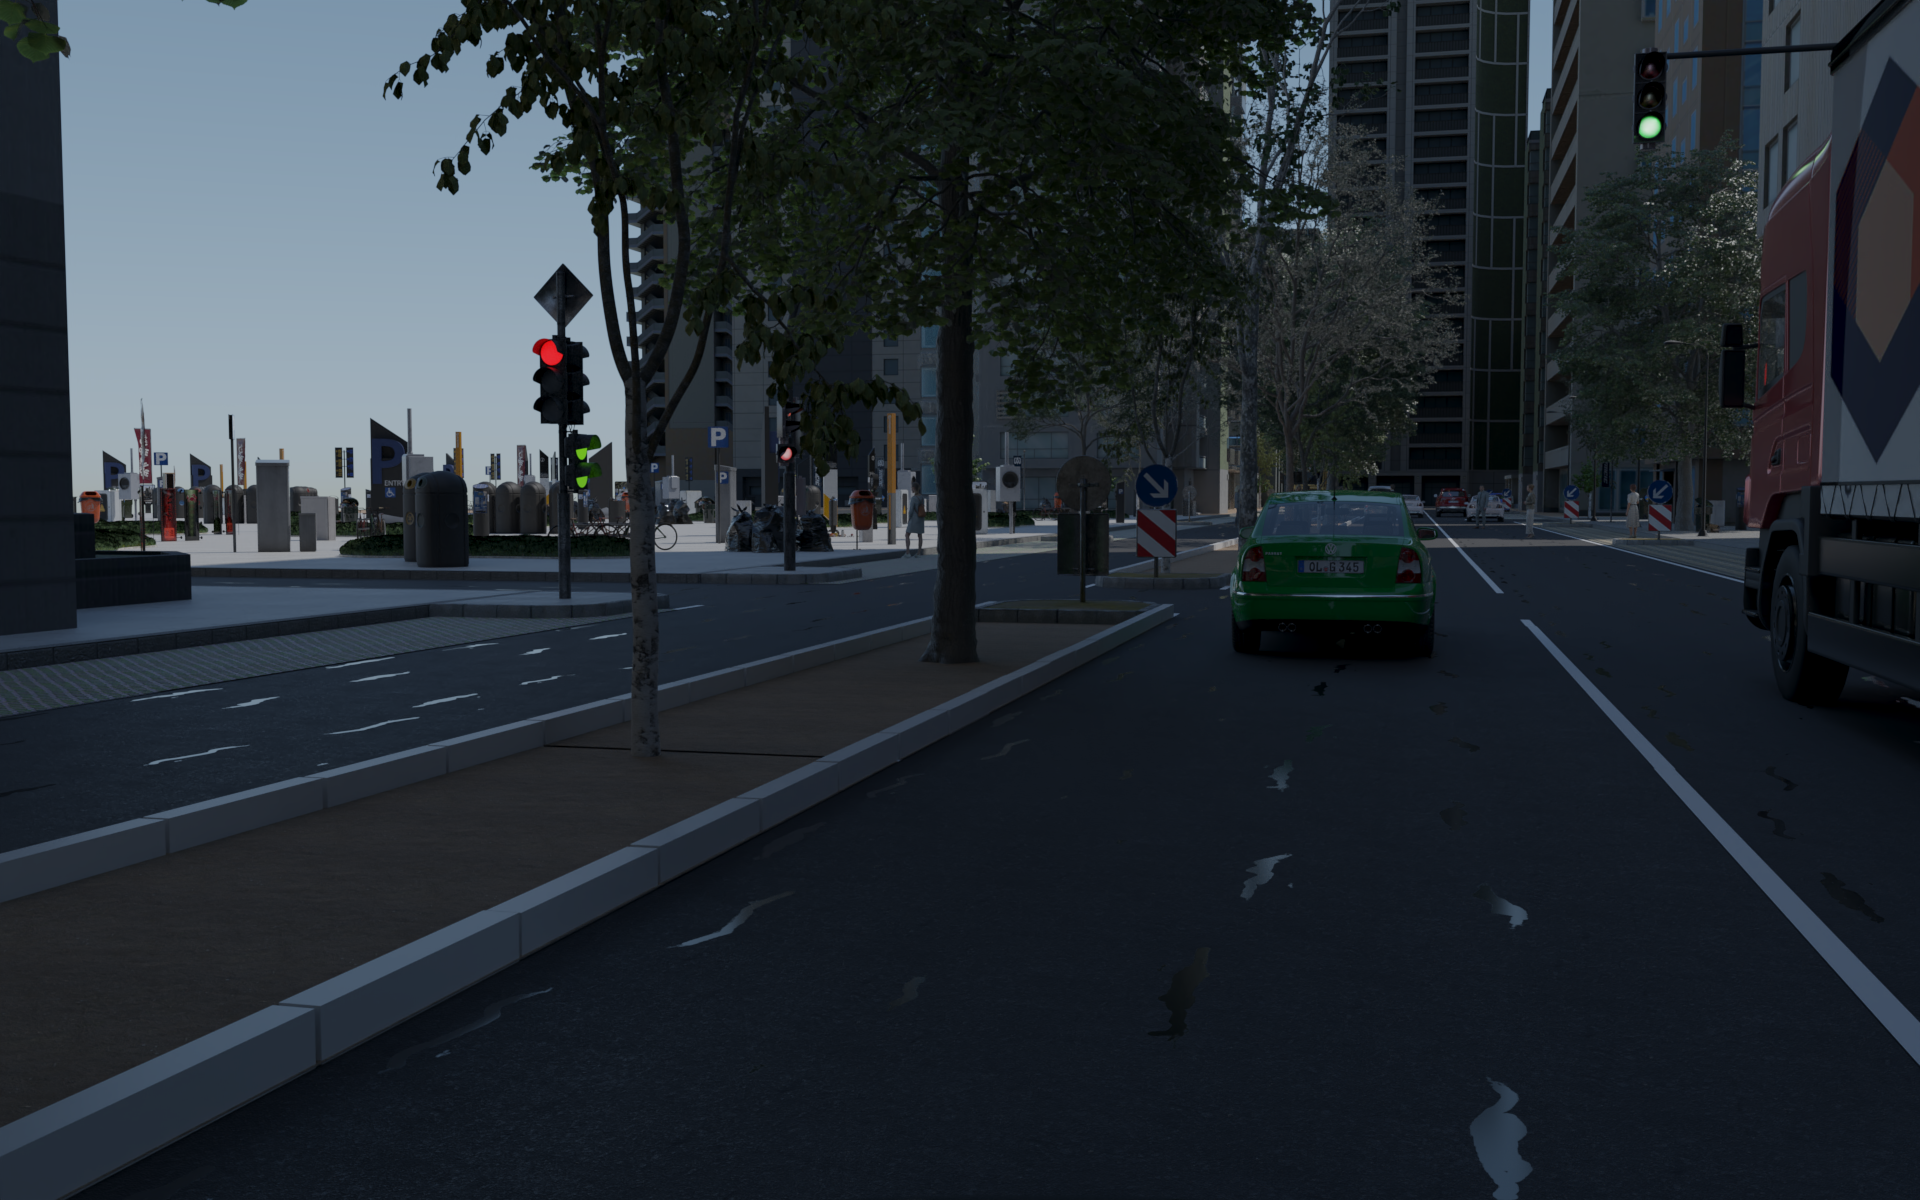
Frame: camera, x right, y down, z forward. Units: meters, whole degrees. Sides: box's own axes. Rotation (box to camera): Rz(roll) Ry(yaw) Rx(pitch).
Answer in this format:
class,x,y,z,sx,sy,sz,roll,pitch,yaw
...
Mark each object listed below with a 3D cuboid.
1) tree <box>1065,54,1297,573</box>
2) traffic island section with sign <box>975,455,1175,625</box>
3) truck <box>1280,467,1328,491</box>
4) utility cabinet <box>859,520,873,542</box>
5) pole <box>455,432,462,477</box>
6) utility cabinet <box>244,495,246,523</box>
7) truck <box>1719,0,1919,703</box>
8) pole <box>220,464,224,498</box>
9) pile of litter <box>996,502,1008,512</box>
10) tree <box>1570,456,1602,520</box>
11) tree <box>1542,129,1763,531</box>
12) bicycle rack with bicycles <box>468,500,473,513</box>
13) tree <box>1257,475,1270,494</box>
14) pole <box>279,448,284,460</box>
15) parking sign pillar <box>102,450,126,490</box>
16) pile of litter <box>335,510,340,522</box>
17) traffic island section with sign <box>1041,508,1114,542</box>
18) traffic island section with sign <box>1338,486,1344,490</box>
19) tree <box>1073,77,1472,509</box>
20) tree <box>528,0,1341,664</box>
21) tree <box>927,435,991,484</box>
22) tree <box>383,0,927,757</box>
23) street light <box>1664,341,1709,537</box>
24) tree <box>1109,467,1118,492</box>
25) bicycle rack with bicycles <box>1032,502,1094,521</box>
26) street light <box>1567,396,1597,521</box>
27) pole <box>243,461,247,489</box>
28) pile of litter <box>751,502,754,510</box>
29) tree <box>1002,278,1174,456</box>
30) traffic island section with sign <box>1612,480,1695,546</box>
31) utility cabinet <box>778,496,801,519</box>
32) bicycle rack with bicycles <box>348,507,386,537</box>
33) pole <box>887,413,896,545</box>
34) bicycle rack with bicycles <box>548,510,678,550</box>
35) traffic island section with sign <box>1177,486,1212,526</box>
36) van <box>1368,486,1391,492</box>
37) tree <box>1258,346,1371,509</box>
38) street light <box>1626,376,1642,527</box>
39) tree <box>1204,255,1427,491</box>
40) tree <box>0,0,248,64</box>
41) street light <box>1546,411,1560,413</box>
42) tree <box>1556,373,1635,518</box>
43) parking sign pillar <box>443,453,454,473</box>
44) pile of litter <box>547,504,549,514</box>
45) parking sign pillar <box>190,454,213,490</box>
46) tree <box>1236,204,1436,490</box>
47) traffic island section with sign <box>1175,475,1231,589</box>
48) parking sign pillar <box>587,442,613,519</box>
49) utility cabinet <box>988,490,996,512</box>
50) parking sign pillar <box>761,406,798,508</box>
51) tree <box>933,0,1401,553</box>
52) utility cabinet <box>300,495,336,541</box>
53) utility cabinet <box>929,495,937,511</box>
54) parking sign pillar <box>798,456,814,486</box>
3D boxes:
class,x,y,z,sx,sy,sz,roll,pitch,yaw
tree,3.377,-4.601,28.052,4.360,8.622,3.978,0,3,0
traffic island section with sign,1.302,-0.722,19.938,2.006,1.907,1.989,1,4,14
truck,24.127,-7.602,120.211,3.469,3.379,9.791,1,4,13
utility cabinet,-2.532,-2.153,46.365,0.306,1.237,1.020,-1,4,-9
pole,-16.364,-3.839,56.603,0.158,3.312,0.155,0,3,0
utility cabinet,-31.821,-4.035,77.141,0.306,1.237,1.020,3,5,42
truck,6.042,-1.190,8.366,2.839,4.237,11.283,1,4,14
pole,-50.429,-7.613,118.323,0.158,3.312,0.155,0,3,0
pile of litter,2.626,-5.152,98.200,1.719,0.858,1.176,0,4,4
tree,31.686,-5.692,87.668,1.663,3.219,1.824,0,3,0
tree,25.257,-9.394,60.254,9.857,13.997,8.962,0,3,0
bicycle rack with bicycles,-29.876,-5.473,102.862,2.852,0.926,2.925,2,4,30
tree,26.620,-9.780,154.510,1.663,3.219,1.824,0,3,0
pole,-30.245,-5.105,77.310,0.158,3.312,0.155,0,3,0
parking sign pillar,-52.004,-7.227,106.629,1.447,3.967,1.447,-2,4,-33
pile of litter,-23.050,-3.068,64.132,1.176,0.858,1.719,0,4,6
traffic island section with sign,3.625,-2.699,52.763,1.989,1.847,2.006,1,4,14
traffic island section with sign,21.979,-5.610,99.862,2.006,1.907,1.989,1,4,14
tree,9.821,-8.466,51.239,12.009,13.543,11.850,0,3,0
tree,-0.053,-5.762,14.799,7.486,12.596,7.792,0,3,0
tree,-0.210,-3.337,49.168,1.663,3.219,1.824,0,3,0
tree,-1.734,-3.433,8.949,4.737,8.622,4.395,0,3,0
street light,21.997,-4.889,52.471,1.470,5.913,1.316,1,4,14
tree,8.653,-6.596,102.448,1.663,3.219,1.824,0,3,0
bicycle rack with bicycles,5.052,-4.296,83.617,2.925,0.926,2.852,0,4,8
street light,29.580,-6.708,82.214,1.470,5.913,1.316,1,4,14
pole,-44.366,-6.951,107.489,0.158,3.312,0.155,0,3,0
pile of litter,-12.637,-5.469,103.385,1.719,0.858,1.176,2,4,34
tree,5.132,-8.267,69.575,7.601,10.594,8.767,1,4,12
traffic island section with sign,19.538,-2.463,48.900,1.989,1.847,2.006,1,4,14
utility cabinet,-5.806,-2.853,57.801,1.020,1.237,0.306,1,4,20
bicycle rack with bicycles,-15.386,-2.055,46.984,2.852,0.926,2.925,0,4,-3
pole,-1.731,-3.058,43.837,0.158,3.312,0.155,0,3,0
bicycle rack with bicycles,-7.877,-1.582,39.240,2.925,0.926,2.852,-1,4,-14
traffic island section with sign,10.555,-4.337,79.540,1.989,1.847,2.006,1,4,14
van,22.199,-5.161,91.389,2.013,2.044,4.112,1,4,14
tree,14.539,-7.152,69.749,4.737,8.622,4.395,0,3,0
street light,25.684,-5.774,66.952,1.470,5.913,1.316,1,4,14
tree,12.842,-7.755,63.665,8.767,10.594,7.601,1,4,14
tree,-3.308,-5.030,2.831,7.486,12.596,7.792,0,3,0
street light,33.407,-7.591,96.659,1.470,5.913,1.316,1,4,14
tree,33.751,-8.666,92.044,4.360,8.622,3.978,0,3,0
parking sign pillar,-33.297,-7.646,113.489,1.447,3.967,1.447,2,4,35
pile of litter,-20.813,-4.505,87.620,1.719,0.858,1.176,2,4,30
parking sign pillar,-50.324,-7.733,114.912,1.447,3.967,1.447,-3,4,-38
tree,16.585,-10.281,77.207,9.857,13.997,8.962,0,3,0
traffic island section with sign,3.166,-1.160,27.107,2.006,1.907,1.989,1,4,14
parking sign pillar,-18.541,-6.154,89.097,1.447,3.967,1.447,-3,5,-39
utility cabinet,1.783,-5.373,96.532,0.318,1.500,1.173,0,4,-7
parking sign pillar,-5.921,-4.001,53.888,1.447,3.967,1.447,-1,4,-11
tree,5.301,-11.003,38.251,12.611,20.169,13.585,0,3,0
utility cabinet,-17.793,-2.255,48.037,1.020,1.237,0.306,2,4,26
utility cabinet,-1.138,-4.920,91.598,1.020,1.237,0.306,0,4,-1
parking sign pillar,-9.443,-7.276,107.430,1.447,3.967,1.447,-1,4,-10
